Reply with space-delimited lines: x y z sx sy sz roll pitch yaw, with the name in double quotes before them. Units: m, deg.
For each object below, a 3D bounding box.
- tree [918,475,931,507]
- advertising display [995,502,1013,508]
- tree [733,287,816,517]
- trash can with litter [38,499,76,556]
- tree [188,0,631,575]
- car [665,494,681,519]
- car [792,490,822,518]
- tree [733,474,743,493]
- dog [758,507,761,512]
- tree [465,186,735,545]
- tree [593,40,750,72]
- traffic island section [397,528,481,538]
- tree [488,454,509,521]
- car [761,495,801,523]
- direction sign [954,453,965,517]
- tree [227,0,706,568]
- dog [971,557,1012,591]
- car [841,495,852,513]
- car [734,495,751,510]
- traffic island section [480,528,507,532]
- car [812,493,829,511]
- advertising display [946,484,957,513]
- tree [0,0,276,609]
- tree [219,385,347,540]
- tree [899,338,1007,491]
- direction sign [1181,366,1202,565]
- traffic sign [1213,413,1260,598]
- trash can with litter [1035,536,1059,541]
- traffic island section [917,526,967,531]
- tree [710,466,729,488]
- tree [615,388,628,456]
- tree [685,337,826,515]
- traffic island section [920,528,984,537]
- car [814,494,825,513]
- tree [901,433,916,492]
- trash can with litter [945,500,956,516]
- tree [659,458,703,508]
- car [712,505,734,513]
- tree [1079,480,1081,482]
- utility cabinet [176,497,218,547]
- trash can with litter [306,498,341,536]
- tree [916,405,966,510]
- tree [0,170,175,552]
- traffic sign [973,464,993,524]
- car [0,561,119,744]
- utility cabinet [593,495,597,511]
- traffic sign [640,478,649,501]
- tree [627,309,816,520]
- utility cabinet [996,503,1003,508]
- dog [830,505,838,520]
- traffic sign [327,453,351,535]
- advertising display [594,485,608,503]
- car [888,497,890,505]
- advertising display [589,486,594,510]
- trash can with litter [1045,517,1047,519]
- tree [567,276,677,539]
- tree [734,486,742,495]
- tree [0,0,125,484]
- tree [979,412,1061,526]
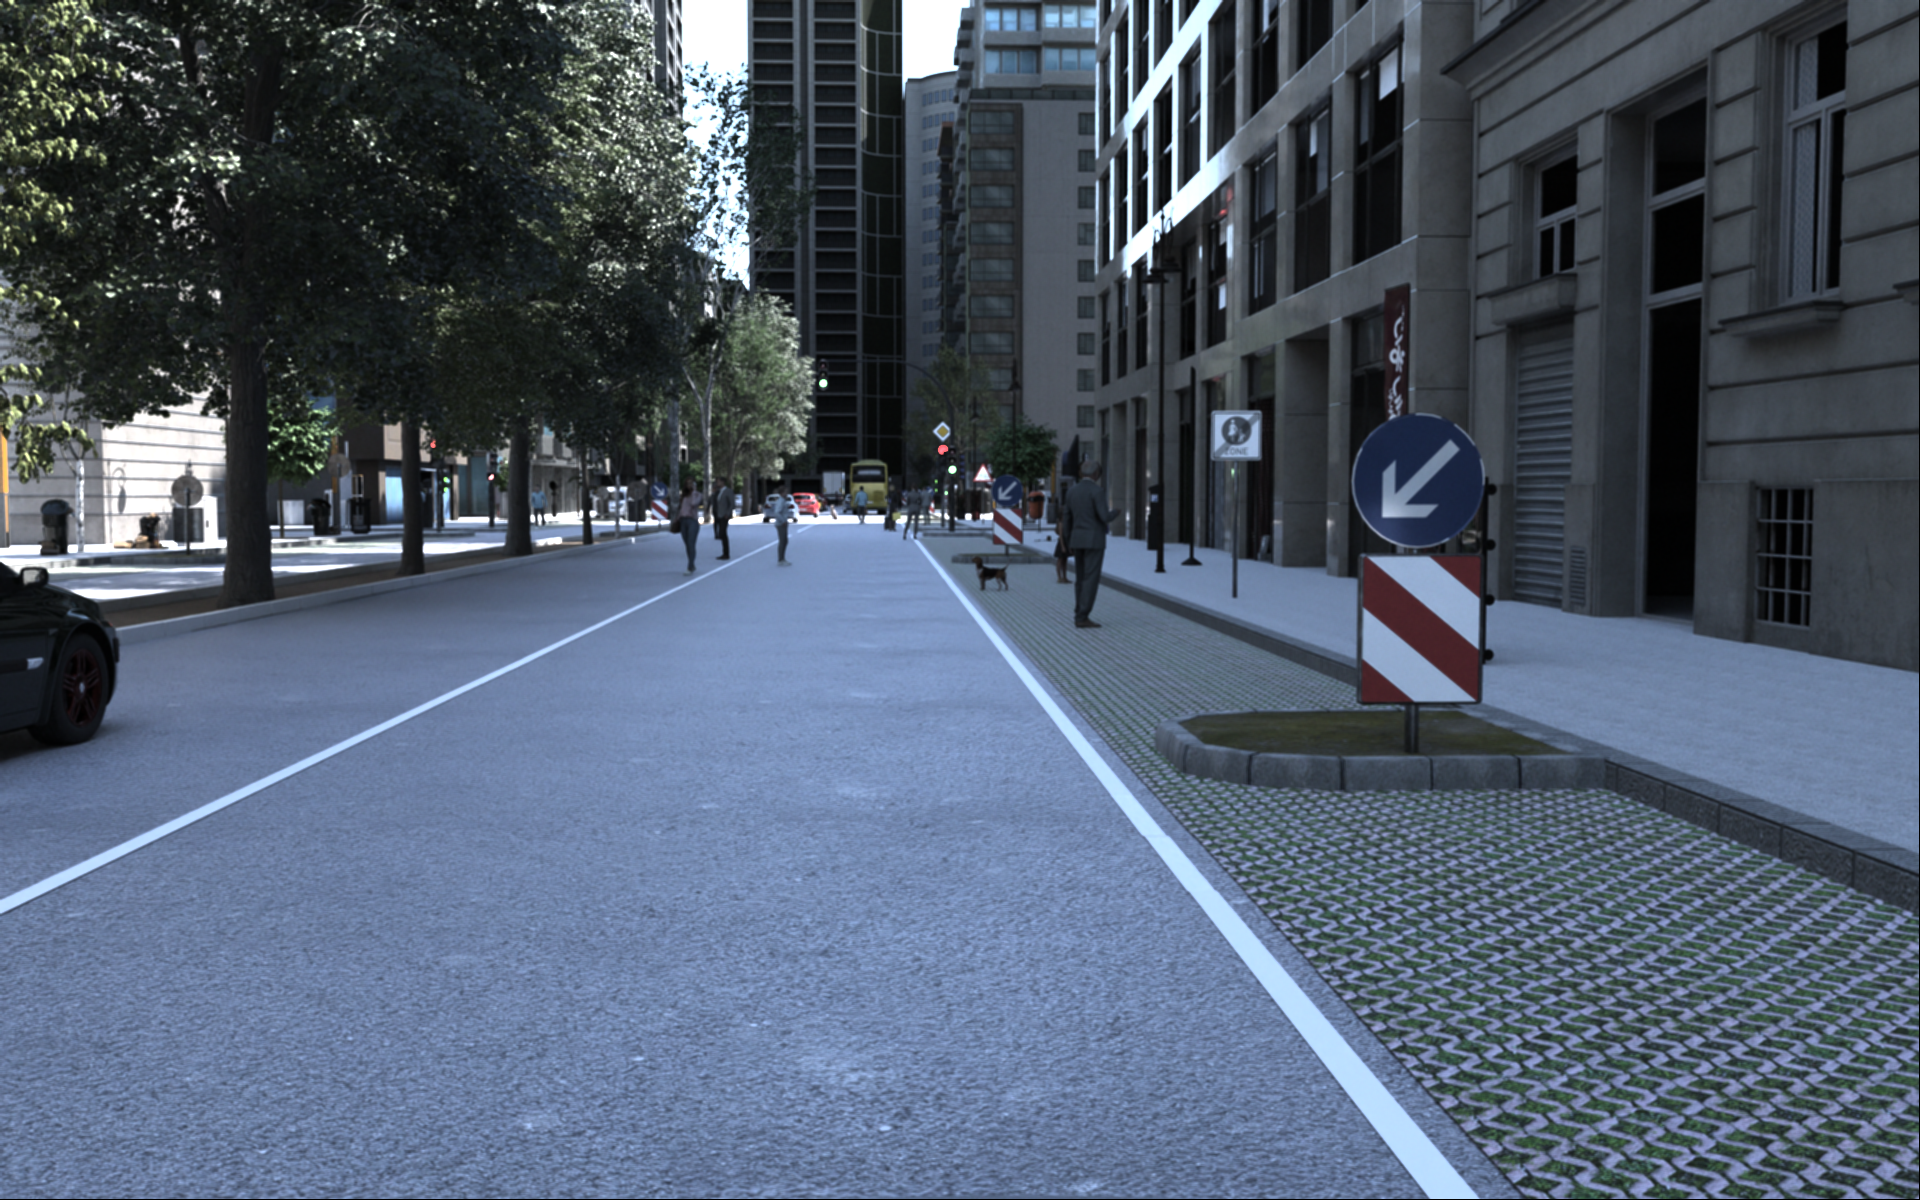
"tree" -3.526 -11.153 176.959 1.663 3.219 1.824 0 3 0
"advertising display" 2.237 -5.043 87.674 0.974 1.923 0.123 0 4 3
"tree" -13.266 -12.085 106.709 9.857 13.997 8.962 0 3 0
"trash can with litter" -19.048 -1.536 36.500 0.624 1.170 1.055 -1 4 -18
"tree" -9.780 -6.728 30.585 7.486 12.596 7.792 0 3 0
"car" -15.688 -5.311 96.625 2.009 1.686 4.222 0 4 -5
"car" -9.417 -5.824 104.259 2.155 1.783 4.494 0 4 -3
"tree" -27.416 -13.792 209.217 4.285 4.588 4.351 0 3 0
"dog" -14.758 -6.667 128.296 0.406 0.507 0.540 1 4 10
"tree" -10.465 -6.845 48.784 8.767 10.594 7.601 0 4 -3
"tree" -12.936 -13.018 71.189 12.611 20.169 13.585 0 3 0
"traffic island section" -17.535 -2.199 58.229 2.009 0.180 2.903 0 4 -3
"tree" -21.819 -5.442 83.578 1.663 3.219 1.824 0 3 0
"car" -9.033 -4.610 87.368 2.014 1.417 4.499 0 4 -4
"direction sign" -0.126 -6.346 95.760 0.876 3.537 0.379 2 4 26
"tree" -10.236 -7.987 39.703 9.857 13.997 8.962 0 3 0
"dog" 0.465 -0.387 25.621 0.540 0.507 0.406 -1 4 -13
"car" -8.042 -7.336 131.953 2.014 1.417 4.499 0 4 -4
"car" -19.348 -8.610 153.140 2.083 1.381 4.827 0 4 -2
"traffic island section" -17.912 -2.687 66.205 2.009 0.180 2.903 0 4 -3
"car" -12.337 -8.526 148.441 2.155 1.783 4.494 0 4 -1
"advertising display" -0.546 -6.718 115.060 0.974 1.923 0.123 -3 5 -39
"tree" -8.945 -6.866 21.369 9.857 13.997 8.962 0 3 0
"tree" -19.267 -4.013 49.332 4.285 4.588 4.351 0 3 0
"tree" -0.213 -10.396 104.381 7.601 10.594 8.767 0 4 -2
"direction sign" 4.189 -2.399 31.219 0.379 3.537 0.876 1 4 11
"traffic sign" 3.402 -1.177 21.379 0.606 2.300 0.079 0 4 6
"trash can with litter" 3.034 -2.230 47.525 2.233 1.210 1.678 -1 4 -17
"traffic island section" -0.640 -2.736 67.015 2.009 0.180 2.903 0 4 -3
"tree" -24.689 -10.983 163.289 4.285 4.588 4.351 0 3 0
"tree" -23.525 -12.834 135.586 9.928 11.665 9.643 0 3 0
"tree" -13.904 -12.069 116.798 9.611 12.733 9.660 0 3 0
"traffic island section" -0.262 -2.248 59.039 2.009 0.180 2.903 0 4 -3
"car" -11.560 -7.606 134.585 2.015 1.641 3.980 0 4 -1
"tree" -4.278 -14.384 185.545 4.360 8.622 3.978 0 3 0
"trash can with litter" -0.334 -5.446 100.426 1.055 1.170 0.624 0 4 3
"tree" -23.963 -9.976 146.828 4.285 4.588 4.351 0 3 0
"car" -17.762 -7.116 128.353 2.014 1.417 4.499 0 4 -2
"tree" 7.737 -7.647 119.629 1.663 3.219 1.824 0 3 0
"utility cabinet" -18.644 -1.906 42.329 0.306 1.237 1.020 2 4 24
"trash can with litter" -19.638 -2.575 53.486 0.624 1.170 1.055 1 4 11
"tree" -0.849 -11.459 137.712 4.360 8.622 3.978 0 3 0
"tree" -19.507 -5.380 38.333 4.360 8.622 3.978 0 3 0
"traffic sign" 0.983 -4.497 73.527 0.884 2.594 0.081 0 3 0
"car" -5.867 0.066 8.709 2.009 1.686 4.222 0 4 -1
"utility cabinet" -27.194 -7.229 129.363 0.306 1.237 1.020 0 4 0
"traffic sign" -22.333 -7.398 122.149 0.795 2.450 0.064 0 4 -1
"tree" -12.676 -10.259 95.954 9.928 11.665 9.643 0 3 0
"utility cabinet" 1.913 -4.497 84.685 0.306 1.237 1.020 0 4 -1
"dog" -6.817 -4.807 95.434 0.800 0.831 0.513 -1 4 -21
"traffic sign" -19.434 -3.307 54.183 0.768 2.556 0.104 0 4 4
"advertising display" -26.552 -7.543 128.544 0.974 1.923 0.123 2 4 24
"car" -7.947 -12.584 215.334 1.945 1.707 3.694 0 4 -3
"advertising display" -28.971 -8.017 136.283 0.123 1.923 0.974 3 5 43
"trash can with litter" 4.653 -4.432 83.857 1.055 1.170 0.624 0 4 -5
"tree" -10.887 -6.243 54.900 4.360 8.622 3.978 0 3 0
"tree" -27.406 -13.344 212.774 1.663 3.219 1.824 0 3 0
"tree" -8.780 -3.751 14.148 4.737 8.622 4.395 0 3 0
"tree" 2.397 -5.225 69.145 4.285 4.588 4.351 0 3 0
